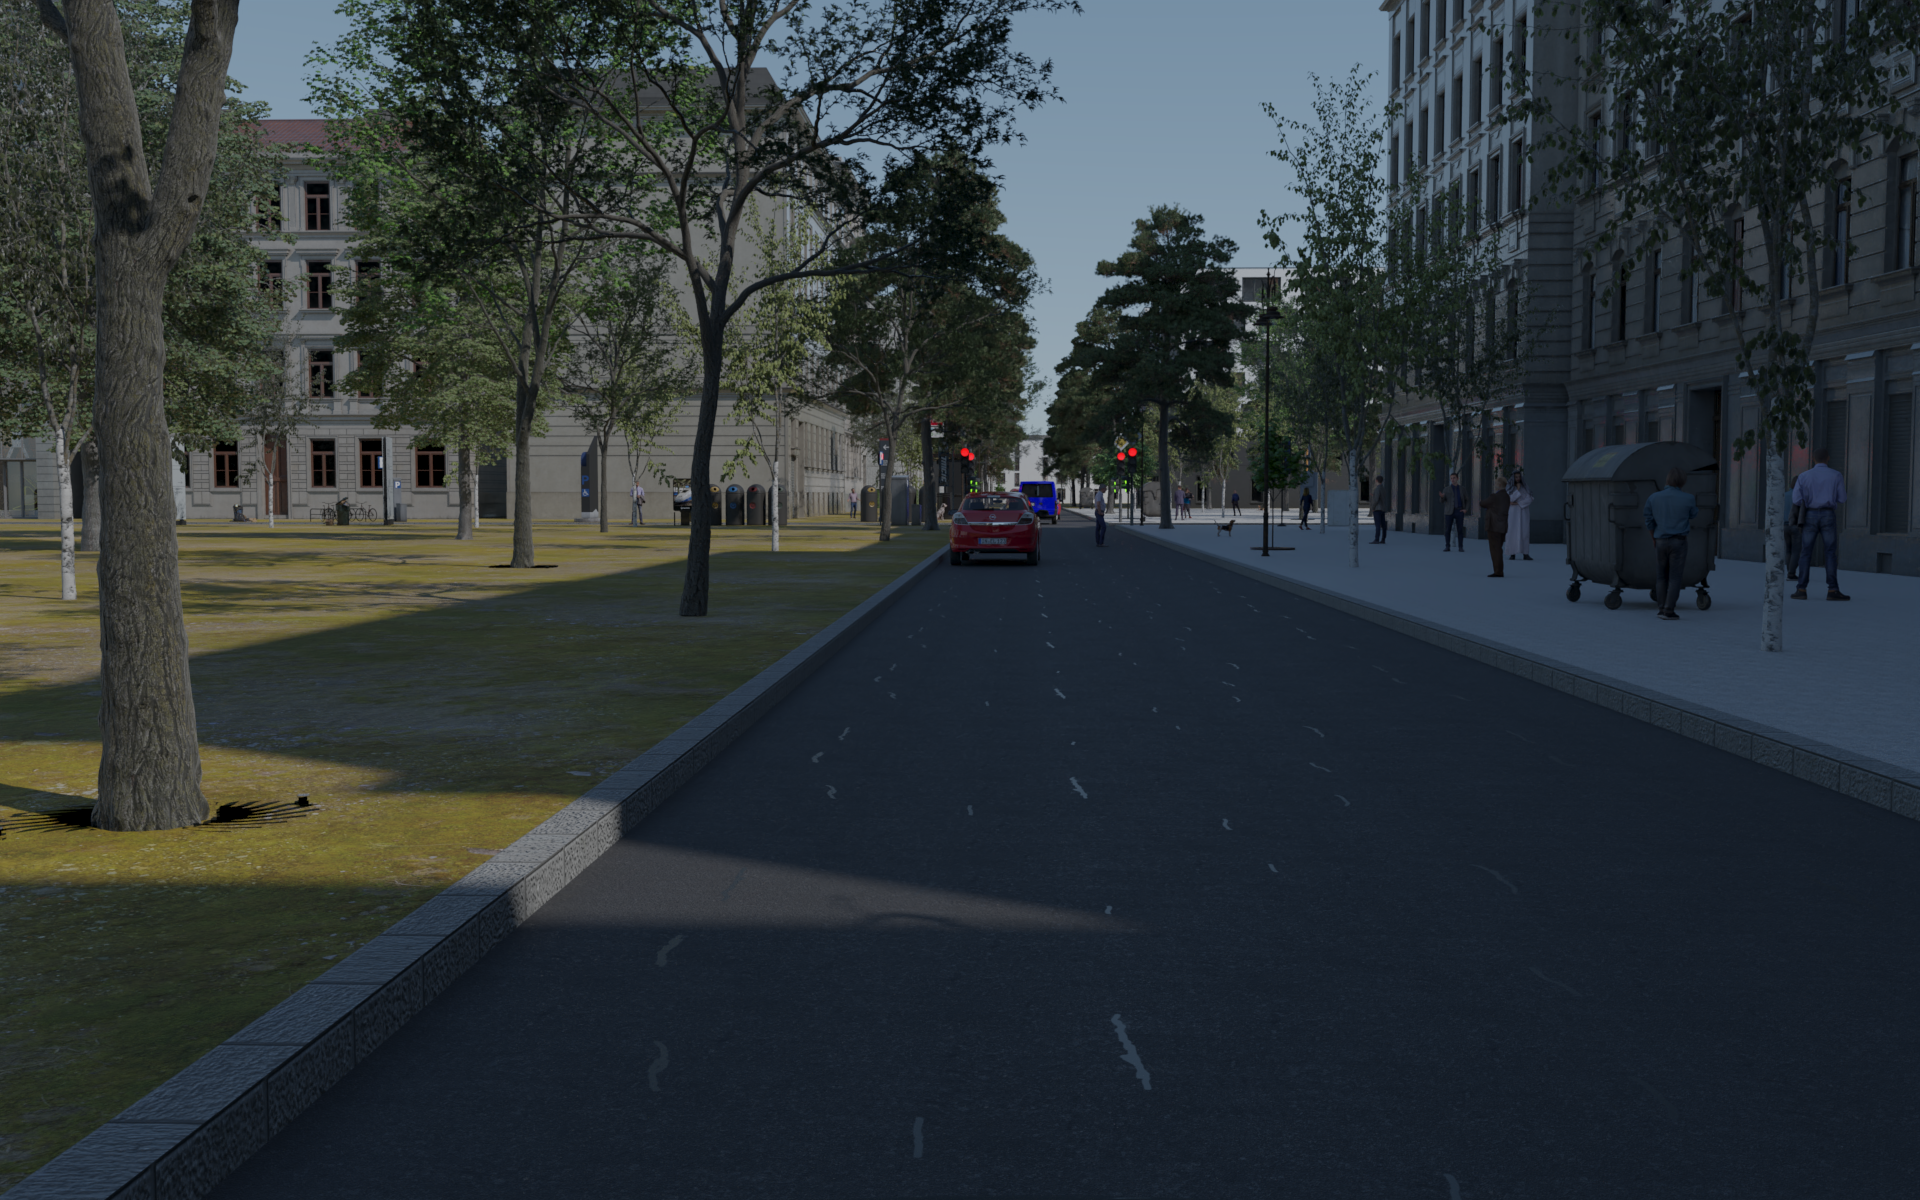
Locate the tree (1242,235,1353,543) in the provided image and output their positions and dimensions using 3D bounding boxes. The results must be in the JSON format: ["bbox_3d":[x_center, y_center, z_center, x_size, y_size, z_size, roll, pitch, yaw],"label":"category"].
[{"bbox_3d":[10.714,-5.978,48.109,4.360,8.622,3.978,0,3,0],"label":"tree"}]

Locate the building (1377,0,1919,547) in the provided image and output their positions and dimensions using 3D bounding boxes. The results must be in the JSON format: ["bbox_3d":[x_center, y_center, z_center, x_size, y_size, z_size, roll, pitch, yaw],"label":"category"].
[{"bbox_3d":[19.441,-12.454,52.768,9.793,20.994,18.267,0,4,2],"label":"building"}]

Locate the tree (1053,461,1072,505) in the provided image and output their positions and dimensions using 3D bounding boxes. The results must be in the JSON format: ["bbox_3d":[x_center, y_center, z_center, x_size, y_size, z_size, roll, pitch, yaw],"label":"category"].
[{"bbox_3d":[12.948,-15.459,203.123,4.360,8.622,3.978,0,3,0],"label":"tree"}]

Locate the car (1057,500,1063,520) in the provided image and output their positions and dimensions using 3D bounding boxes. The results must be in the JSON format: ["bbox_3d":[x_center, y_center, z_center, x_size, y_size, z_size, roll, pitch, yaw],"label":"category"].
[{"bbox_3d":[4.796,-5.468,98.437,2.155,1.783,4.494,0,4,2],"label":"car"}]

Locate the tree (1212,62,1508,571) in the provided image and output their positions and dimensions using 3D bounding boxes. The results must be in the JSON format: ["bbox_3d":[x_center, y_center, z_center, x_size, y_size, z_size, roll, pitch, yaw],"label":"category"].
[{"bbox_3d":[6.952,-4.865,29.912,4.737,8.622,4.395,0,3,0],"label":"tree"}]

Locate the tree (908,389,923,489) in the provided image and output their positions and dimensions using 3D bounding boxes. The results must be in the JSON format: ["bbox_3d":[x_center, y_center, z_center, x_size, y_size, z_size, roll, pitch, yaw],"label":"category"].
[{"bbox_3d":[-3.855,-10.773,126.505,4.737,8.622,4.395,0,3,0],"label":"tree"}]

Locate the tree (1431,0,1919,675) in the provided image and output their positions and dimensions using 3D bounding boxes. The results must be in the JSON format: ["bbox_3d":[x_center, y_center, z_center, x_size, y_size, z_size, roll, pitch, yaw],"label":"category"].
[{"bbox_3d":[6.394,-3.886,13.900,4.360,8.622,3.978,0,3,0],"label":"tree"}]

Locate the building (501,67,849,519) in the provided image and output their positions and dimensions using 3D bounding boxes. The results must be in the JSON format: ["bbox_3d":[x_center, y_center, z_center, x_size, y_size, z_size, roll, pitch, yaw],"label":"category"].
[{"bbox_3d":[-15.460,-16.432,101.943,16.112,22.955,30.059,0,4,2],"label":"building"}]

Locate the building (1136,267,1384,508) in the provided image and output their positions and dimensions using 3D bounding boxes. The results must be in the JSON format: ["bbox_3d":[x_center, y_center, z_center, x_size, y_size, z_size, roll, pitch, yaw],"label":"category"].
[{"bbox_3d":[32.713,-20.081,172.300,27.936,21.610,32.646,0,4,2],"label":"building"}]

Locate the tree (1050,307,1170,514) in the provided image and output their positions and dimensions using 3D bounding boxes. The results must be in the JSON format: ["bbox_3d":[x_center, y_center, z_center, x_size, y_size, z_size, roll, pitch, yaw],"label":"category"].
[{"bbox_3d":[9.938,-12.480,111.475,7.806,13.903,7.818,0,3,0],"label":"tree"}]

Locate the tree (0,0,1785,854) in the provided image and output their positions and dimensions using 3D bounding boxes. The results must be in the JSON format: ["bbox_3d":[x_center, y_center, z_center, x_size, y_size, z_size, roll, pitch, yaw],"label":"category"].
[{"bbox_3d":[-3.125,-4.944,6.591,9.928,11.665,9.643,0,3,0],"label":"tree"}]

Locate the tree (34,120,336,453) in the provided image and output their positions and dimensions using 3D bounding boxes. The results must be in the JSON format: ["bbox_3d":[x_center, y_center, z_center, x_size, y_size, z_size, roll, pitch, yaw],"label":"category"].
[{"bbox_3d":[-24.624,-8.185,51.951,7.486,12.596,7.792,0,3,0],"label":"tree"}]

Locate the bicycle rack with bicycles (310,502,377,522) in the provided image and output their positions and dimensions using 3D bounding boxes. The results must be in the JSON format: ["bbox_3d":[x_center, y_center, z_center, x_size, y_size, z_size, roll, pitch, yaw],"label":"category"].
[{"bbox_3d":[-28.892,-4.109,80.559,2.925,0.926,2.852,3,5,41],"label":"bicycle rack with bicycles"}]

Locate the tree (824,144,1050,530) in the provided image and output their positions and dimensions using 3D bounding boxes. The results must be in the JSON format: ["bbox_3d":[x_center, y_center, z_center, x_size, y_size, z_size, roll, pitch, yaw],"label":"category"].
[{"bbox_3d":[-1.237,-9.410,61.281,7.806,13.903,7.818,0,3,0],"label":"tree"}]

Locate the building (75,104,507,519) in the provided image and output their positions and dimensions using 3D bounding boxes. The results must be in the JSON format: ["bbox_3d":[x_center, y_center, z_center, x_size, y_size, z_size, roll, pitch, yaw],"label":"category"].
[{"bbox_3d":[-34.800,-15.695,92.777,21.152,22.565,11.583,0,4,2],"label":"building"}]

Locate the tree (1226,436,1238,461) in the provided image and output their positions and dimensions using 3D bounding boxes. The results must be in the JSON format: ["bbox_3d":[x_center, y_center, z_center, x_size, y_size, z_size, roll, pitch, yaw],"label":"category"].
[{"bbox_3d":[11.628,-6.486,56.411,4.360,8.622,3.978,0,3,0],"label":"tree"}]

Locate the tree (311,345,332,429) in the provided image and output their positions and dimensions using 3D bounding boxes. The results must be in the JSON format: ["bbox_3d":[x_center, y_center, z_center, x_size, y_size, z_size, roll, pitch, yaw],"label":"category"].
[{"bbox_3d":[-26.166,-7.060,65.791,4.360,8.622,3.978,0,3,0],"label":"tree"}]

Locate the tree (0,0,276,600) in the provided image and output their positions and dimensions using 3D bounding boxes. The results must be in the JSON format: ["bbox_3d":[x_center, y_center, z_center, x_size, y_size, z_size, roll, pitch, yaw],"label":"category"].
[{"bbox_3d":[-10.662,-4.299,20.644,4.360,8.622,3.978,0,3,0],"label":"tree"}]

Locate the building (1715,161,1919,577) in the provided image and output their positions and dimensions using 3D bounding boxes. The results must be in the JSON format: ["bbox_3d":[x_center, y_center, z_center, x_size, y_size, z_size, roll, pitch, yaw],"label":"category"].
[{"bbox_3d":[19.765,-11.337,34.513,9.793,20.994,18.267,0,4,2],"label":"building"}]

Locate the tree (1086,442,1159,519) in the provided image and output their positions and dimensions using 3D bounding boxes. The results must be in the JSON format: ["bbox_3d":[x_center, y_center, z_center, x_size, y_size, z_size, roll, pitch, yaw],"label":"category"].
[{"bbox_3d":[8.750,-6.456,89.273,4.285,4.588,4.351,0,3,0],"label":"tree"}]

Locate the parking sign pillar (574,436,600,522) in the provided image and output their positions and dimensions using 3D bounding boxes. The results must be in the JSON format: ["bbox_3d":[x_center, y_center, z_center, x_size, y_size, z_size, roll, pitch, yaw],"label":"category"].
[{"bbox_3d":[-16.937,-5.547,79.168,1.447,3.967,1.447,0,4,5],"label":"parking sign pillar"}]

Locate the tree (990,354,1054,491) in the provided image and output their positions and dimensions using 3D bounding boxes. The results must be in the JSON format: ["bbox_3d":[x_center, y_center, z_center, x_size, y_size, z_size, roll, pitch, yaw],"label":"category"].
[{"bbox_3d":[4.260,-20.603,192.747,12.611,20.169,13.585,0,3,0],"label":"tree"}]

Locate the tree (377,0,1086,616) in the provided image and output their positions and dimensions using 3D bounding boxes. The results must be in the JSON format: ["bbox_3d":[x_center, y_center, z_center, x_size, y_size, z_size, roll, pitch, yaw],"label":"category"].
[{"bbox_3d":[-2.497,-5.099,17.789,7.601,10.594,8.767,1,4,22],"label":"tree"}]

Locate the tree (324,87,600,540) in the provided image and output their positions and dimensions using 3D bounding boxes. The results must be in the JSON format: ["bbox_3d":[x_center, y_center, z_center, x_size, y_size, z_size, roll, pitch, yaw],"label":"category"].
[{"bbox_3d":[-14.007,-7.992,48.791,7.486,12.596,7.792,0,3,0],"label":"tree"}]

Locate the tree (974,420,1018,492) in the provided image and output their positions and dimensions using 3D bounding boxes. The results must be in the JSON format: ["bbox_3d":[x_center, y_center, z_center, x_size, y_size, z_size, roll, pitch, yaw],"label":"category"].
[{"bbox_3d":[2.255,-14.138,153.215,6.751,12.117,7.091,0,3,0],"label":"tree"}]

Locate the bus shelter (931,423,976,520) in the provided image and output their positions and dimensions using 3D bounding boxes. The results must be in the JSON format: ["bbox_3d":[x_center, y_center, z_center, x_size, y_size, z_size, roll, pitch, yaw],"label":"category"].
[{"bbox_3d":[-0.369,-6.934,91.000,2.179,5.291,8.768,0,4,2],"label":"bus shelter"}]

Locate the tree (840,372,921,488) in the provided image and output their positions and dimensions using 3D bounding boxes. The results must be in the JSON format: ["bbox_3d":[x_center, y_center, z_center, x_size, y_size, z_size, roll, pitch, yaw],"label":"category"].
[{"bbox_3d":[-3.901,-8.334,86.628,4.360,8.622,3.978,0,3,0],"label":"tree"}]

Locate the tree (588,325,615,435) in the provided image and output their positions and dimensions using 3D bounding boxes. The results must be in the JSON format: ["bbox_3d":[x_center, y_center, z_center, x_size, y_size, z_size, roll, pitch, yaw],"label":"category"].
[{"bbox_3d":[-12.470,-7.115,66.697,4.737,8.622,4.395,0,3,0],"label":"tree"}]

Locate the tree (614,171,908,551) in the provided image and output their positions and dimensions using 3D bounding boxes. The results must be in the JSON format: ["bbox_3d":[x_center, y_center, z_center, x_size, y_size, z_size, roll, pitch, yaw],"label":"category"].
[{"bbox_3d":[-4.388,-5.411,38.830,4.737,8.622,4.395,0,3,0],"label":"tree"}]

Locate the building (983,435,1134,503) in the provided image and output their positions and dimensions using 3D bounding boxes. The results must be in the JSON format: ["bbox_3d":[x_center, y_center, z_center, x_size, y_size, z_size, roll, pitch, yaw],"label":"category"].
[{"bbox_3d":[17.218,-18.807,249.646,28.070,9.664,9.099,0,4,2],"label":"building"}]

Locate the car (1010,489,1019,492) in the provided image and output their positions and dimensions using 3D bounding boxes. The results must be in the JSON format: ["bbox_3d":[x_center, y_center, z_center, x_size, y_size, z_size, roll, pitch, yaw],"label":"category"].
[{"bbox_3d":[4.249,-6.896,121.430,2.281,1.827,5.304,0,4,0],"label":"car"}]

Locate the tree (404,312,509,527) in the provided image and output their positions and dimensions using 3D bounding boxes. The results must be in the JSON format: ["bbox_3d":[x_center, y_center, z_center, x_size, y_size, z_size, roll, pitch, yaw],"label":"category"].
[{"bbox_3d":[-18.809,-7.094,66.352,4.737,8.622,4.395,0,3,0],"label":"tree"}]

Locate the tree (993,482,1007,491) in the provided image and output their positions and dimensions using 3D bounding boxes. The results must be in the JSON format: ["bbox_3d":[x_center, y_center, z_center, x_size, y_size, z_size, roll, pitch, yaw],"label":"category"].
[{"bbox_3d":[5.121,-14.339,229.036,1.663,3.219,1.824,0,3,0],"label":"tree"}]

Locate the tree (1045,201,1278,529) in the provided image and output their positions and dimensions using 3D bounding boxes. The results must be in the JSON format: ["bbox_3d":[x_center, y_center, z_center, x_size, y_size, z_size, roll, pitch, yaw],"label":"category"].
[{"bbox_3d":[7.534,-8.665,63.735,6.751,12.117,7.091,0,3,0],"label":"tree"}]

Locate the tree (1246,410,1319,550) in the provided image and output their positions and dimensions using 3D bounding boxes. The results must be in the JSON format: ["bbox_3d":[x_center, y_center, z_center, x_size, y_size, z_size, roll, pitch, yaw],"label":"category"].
[{"bbox_3d":[7.115,-2.760,39.734,1.663,3.219,1.824,0,3,0],"label":"tree"}]

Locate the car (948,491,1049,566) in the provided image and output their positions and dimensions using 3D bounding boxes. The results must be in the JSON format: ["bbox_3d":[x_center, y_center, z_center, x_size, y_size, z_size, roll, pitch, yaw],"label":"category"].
[{"bbox_3d":[0.781,-1.664,36.246,2.155,1.783,4.494,0,4,4],"label":"car"}]

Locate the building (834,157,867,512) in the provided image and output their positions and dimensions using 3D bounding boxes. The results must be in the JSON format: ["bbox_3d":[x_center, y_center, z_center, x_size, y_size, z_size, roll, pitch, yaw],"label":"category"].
[{"bbox_3d":[-13.998,-20.863,128.494,14.401,28.519,23.554,0,4,2],"label":"building"}]

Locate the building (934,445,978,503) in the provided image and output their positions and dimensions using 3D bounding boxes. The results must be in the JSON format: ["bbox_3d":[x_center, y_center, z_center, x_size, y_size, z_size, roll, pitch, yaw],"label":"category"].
[{"bbox_3d":[-13.003,-25.487,260.682,32.646,21.610,27.936,0,4,2],"label":"building"}]

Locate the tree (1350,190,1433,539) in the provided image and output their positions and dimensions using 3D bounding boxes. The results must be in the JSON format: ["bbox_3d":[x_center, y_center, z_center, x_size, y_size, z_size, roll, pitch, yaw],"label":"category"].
[{"bbox_3d":[11.969,-5.577,41.546,4.360,8.622,3.978,0,3,0],"label":"tree"}]

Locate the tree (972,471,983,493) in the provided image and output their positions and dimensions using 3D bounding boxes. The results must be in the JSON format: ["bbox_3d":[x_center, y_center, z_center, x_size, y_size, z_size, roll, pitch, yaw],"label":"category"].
[{"bbox_3d":[0.618,-7.999,125.380,1.663,3.219,1.824,0,3,0],"label":"tree"}]

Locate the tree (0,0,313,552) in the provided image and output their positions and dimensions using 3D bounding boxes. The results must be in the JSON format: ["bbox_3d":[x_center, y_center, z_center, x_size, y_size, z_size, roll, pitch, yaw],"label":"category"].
[{"bbox_3d":[-19.474,-8.059,38.414,9.857,13.997,8.962,0,3,0],"label":"tree"}]

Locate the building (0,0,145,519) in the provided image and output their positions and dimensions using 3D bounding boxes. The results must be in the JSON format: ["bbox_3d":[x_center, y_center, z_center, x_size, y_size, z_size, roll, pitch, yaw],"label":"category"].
[{"bbox_3d":[-60.531,-19.294,92.957,29.804,29.767,11.434,0,4,2],"label":"building"}]

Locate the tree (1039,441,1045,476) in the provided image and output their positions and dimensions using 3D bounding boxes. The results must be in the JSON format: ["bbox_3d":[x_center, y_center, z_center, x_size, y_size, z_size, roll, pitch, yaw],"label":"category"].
[{"bbox_3d":[11.380,-14.168,153.699,6.751,12.117,7.091,0,3,0],"label":"tree"}]

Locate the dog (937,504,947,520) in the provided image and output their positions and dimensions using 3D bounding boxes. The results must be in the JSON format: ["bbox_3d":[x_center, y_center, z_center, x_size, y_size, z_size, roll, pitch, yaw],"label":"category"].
[{"bbox_3d":[-1.090,-4.283,84.405,0.800,0.831,0.513,2,4,24],"label":"dog"}]

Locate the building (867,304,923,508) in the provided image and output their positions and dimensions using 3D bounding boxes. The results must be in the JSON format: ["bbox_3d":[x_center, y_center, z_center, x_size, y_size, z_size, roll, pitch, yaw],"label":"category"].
[{"bbox_3d":[-12.914,-18.589,170.386,16.747,18.905,31.486,0,4,2],"label":"building"}]

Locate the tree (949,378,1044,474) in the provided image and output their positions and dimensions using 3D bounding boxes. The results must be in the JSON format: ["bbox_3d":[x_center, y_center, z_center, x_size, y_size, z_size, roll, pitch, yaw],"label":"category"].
[{"bbox_3d":[1.061,-13.833,136.544,12.009,13.543,11.850,0,3,0],"label":"tree"}]
